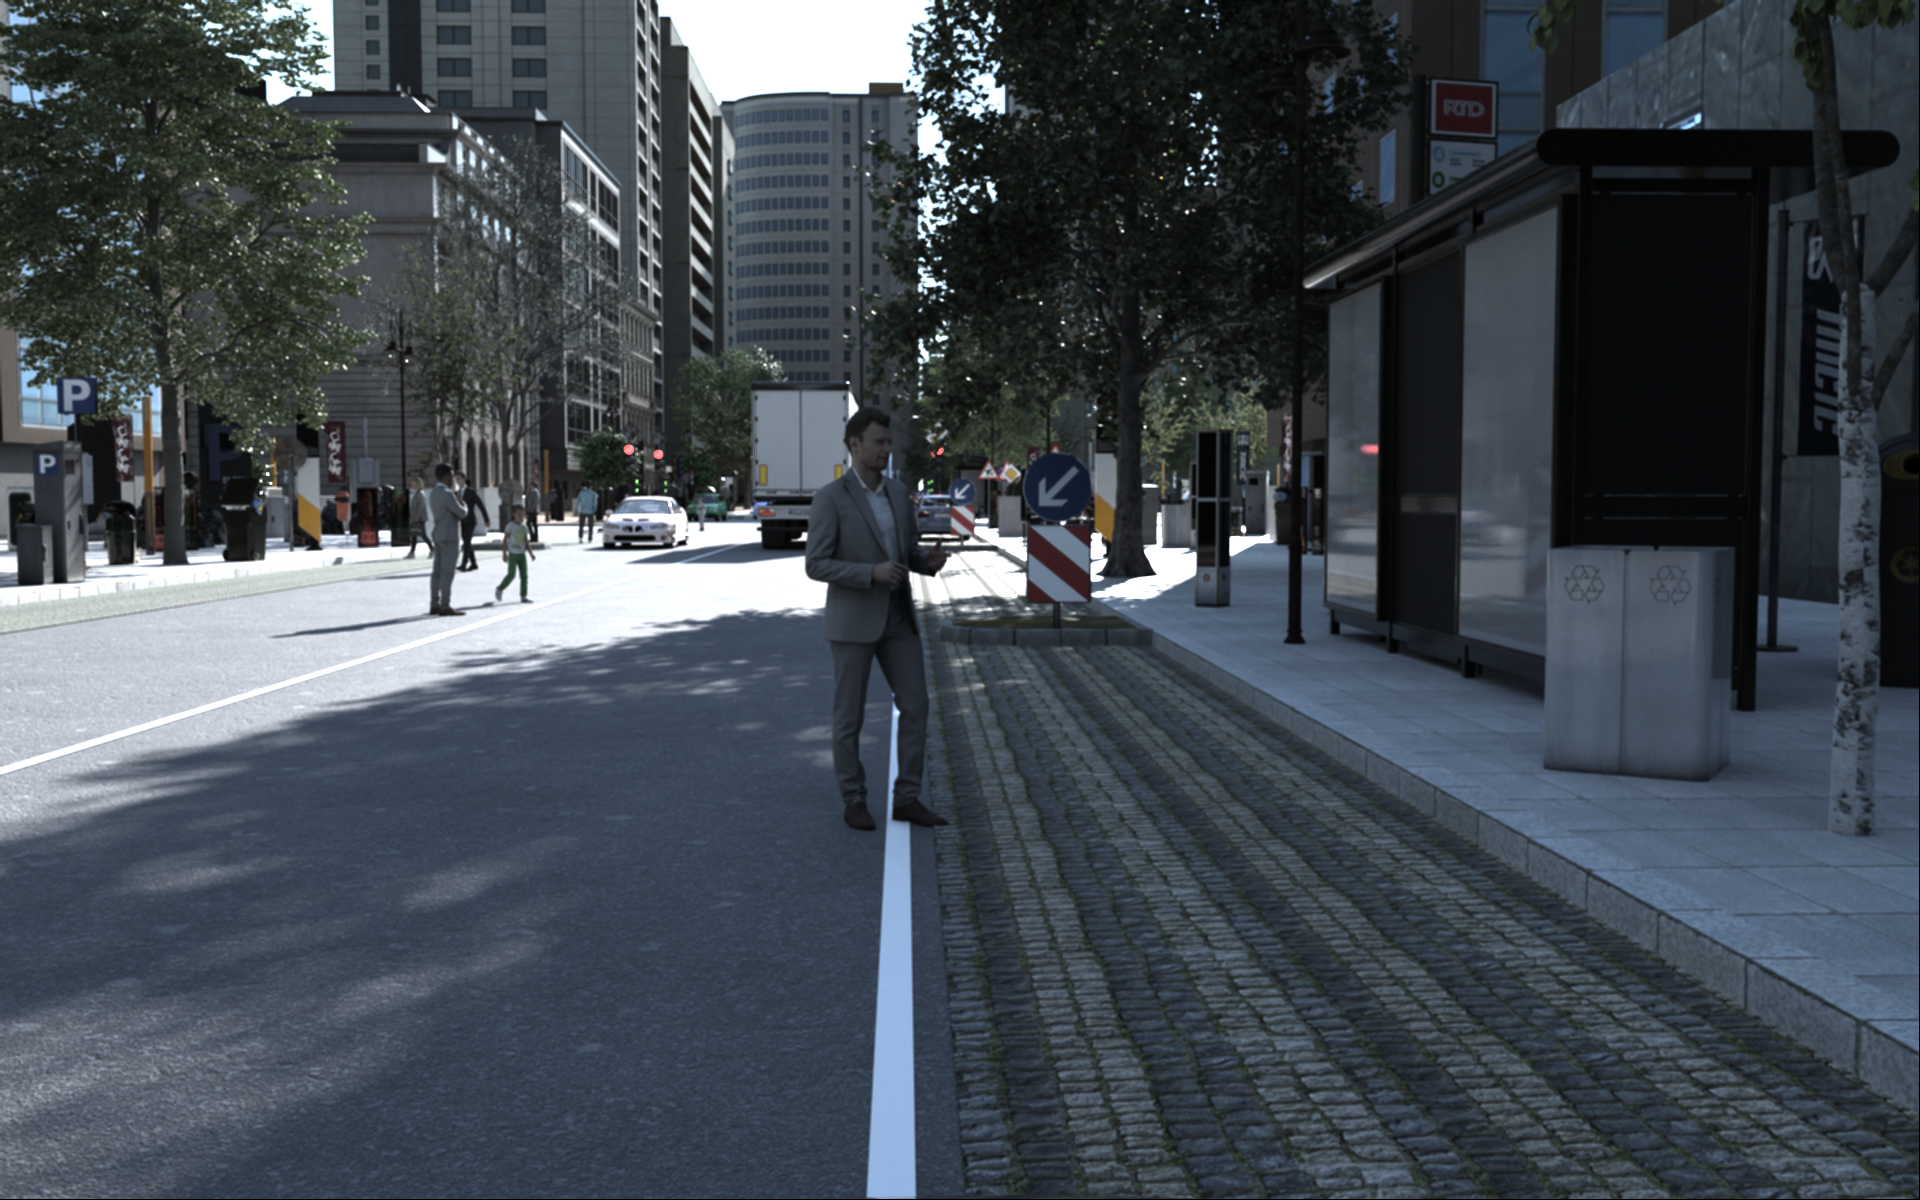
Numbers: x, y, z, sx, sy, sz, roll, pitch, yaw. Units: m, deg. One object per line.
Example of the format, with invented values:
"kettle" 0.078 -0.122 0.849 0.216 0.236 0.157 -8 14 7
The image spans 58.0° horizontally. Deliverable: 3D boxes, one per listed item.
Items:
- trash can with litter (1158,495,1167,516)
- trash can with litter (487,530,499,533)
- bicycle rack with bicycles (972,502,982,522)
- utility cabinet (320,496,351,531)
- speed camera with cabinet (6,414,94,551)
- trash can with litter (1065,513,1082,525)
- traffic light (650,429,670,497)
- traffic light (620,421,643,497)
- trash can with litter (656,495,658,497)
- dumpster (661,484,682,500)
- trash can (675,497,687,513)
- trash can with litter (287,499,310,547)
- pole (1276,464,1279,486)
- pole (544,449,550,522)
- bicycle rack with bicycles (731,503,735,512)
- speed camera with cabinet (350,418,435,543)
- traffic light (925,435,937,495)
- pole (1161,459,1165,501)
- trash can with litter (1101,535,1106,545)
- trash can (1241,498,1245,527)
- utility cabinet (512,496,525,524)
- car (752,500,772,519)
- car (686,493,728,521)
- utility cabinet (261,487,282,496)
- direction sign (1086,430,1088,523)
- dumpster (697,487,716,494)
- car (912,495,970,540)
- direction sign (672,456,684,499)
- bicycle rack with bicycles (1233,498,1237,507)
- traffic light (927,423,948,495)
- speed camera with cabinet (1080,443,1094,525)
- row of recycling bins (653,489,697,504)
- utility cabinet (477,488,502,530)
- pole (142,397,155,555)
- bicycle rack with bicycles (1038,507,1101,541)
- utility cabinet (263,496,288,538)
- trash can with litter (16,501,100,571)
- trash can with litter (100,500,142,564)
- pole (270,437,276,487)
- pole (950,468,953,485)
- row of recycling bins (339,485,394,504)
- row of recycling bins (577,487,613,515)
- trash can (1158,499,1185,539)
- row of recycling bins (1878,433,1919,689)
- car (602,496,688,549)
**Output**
"trash can with litter" 11.710 -5.565 102.048 1.678 1.210 2.233 3 5 43
"trash can with litter" -15.700 -2.791 56.686 2.233 1.210 1.678 -1 4 -14
"bicycle rack with bicycles" 1.545 -4.090 80.259 2.852 0.926 2.925 0 4 -7
"utility cabinet" -21.429 -2.948 59.368 1.020 1.237 0.306 -3 4 -35
"speed camera with cabinet" -20.467 -2.725 38.893 2.038 3.252 0.660 1 4 20
"trash can with litter" 3.826 -2.687 55.313 1.055 1.170 0.624 3 5 41
"traffic light" -12.913 -5.239 74.574 0.839 4.253 0.868 0 4 -2
"traffic light" -12.656 -4.751 66.593 0.839 4.253 0.868 0 4 -2
"trash can with litter" -21.063 -6.651 119.799 1.678 1.210 2.233 -1 4 -17
"dumpster" -17.468 -6.029 104.337 1.264 1.857 1.865 0 4 -2
"trash can" -15.661 -5.231 97.187 0.748 1.137 0.748 0 3 0
"trash can with litter" -16.213 -1.912 42.645 0.624 1.170 1.055 -1 4 -15
"pole" 21.387 -7.509 116.610 0.158 3.312 0.155 0 3 0
"pole" -18.876 -5.217 79.140 0.158 3.312 0.155 0 3 0
"bicycle rack with bicycles" -17.710 -6.729 123.405 2.925 0.926 2.852 0 4 3
"speed camera with cabinet" -14.890 -3.124 45.415 2.038 3.252 0.660 -2 4 -26
"traffic light" -1.108 -5.263 74.968 0.839 4.253 0.868 0 4 -2
"pole" 11.651 -6.467 99.578 0.158 3.312 0.155 0 3 0
"trash can with litter" 3.988 -1.969 43.576 1.055 1.170 0.624 -1 4 -12
"trash can" 11.403 -3.453 68.102 0.748 1.137 0.748 0 3 0
"utility cabinet" -16.385 -3.178 63.121 1.020 1.237 0.306 0 4 8
"car" -11.030 -5.548 100.304 1.945 1.707 3.694 0 4 -2
"car" -13.384 -5.062 91.562 1.959 1.807 4.718 0 4 -1
"utility cabinet" -21.513 -2.775 54.045 0.318 1.500 1.173 0 4 1
"direction sign" 4.521 -4.257 61.604 0.379 3.537 0.876 0 4 7
"dumpster" -18.582 -7.403 126.799 1.264 1.857 1.865 0 4 -2
"car" -0.600 -2.598 54.472 2.014 1.417 4.499 0 4 -2
"direction sign" -16.751 -6.777 102.798 0.379 3.537 0.876 3 4 37
"bicycle rack with bicycles" 22.700 -8.311 149.265 2.852 0.926 2.925 0 4 1
"traffic light" -0.851 -4.775 66.987 0.839 4.253 0.868 0 4 -2
"speed camera with cabinet" 4.768 -4.465 67.335 0.660 3.252 2.038 0 4 -4
"row of recycling bins" -21.920 -7.747 133.776 3.534 1.692 1.069 -1 4 -20
"utility cabinet" -16.432 -3.178 60.647 0.318 1.500 1.173 1 4 21
"pole" -17.110 -2.611 36.526 0.158 3.312 0.155 0 3 0
"bicycle rack with bicycles" 3.166 -2.071 47.241 2.925 0.926 2.852 -1 4 -15
"utility cabinet" -20.218 -2.404 50.462 1.020 1.237 0.306 -1 4 -21
"trash can with litter" -14.467 -0.996 27.676 1.055 1.170 0.624 0 4 -7
"trash can with litter" -15.331 -1.239 31.644 0.624 1.170 1.055 -1 4 -16
"pole" -24.595 -4.172 62.053 0.158 3.312 0.155 0 3 0
"pole" -0.627 -7.920 123.330 0.158 3.312 0.155 0 3 0
"row of recycling bins" -26.160 -4.235 76.353 1.069 1.692 3.534 1 4 15
"row of recycling bins" -22.526 -6.109 106.998 1.069 1.692 3.534 -3 5 -45
"trash can" 5.799 -2.191 47.484 0.748 1.137 0.748 0 3 0
"row of recycling bins" 7.135 -0.212 10.579 1.069 1.692 3.534 -2 4 -28
"car" -8.509 -2.126 47.116 2.083 1.381 4.827 0 4 -2
